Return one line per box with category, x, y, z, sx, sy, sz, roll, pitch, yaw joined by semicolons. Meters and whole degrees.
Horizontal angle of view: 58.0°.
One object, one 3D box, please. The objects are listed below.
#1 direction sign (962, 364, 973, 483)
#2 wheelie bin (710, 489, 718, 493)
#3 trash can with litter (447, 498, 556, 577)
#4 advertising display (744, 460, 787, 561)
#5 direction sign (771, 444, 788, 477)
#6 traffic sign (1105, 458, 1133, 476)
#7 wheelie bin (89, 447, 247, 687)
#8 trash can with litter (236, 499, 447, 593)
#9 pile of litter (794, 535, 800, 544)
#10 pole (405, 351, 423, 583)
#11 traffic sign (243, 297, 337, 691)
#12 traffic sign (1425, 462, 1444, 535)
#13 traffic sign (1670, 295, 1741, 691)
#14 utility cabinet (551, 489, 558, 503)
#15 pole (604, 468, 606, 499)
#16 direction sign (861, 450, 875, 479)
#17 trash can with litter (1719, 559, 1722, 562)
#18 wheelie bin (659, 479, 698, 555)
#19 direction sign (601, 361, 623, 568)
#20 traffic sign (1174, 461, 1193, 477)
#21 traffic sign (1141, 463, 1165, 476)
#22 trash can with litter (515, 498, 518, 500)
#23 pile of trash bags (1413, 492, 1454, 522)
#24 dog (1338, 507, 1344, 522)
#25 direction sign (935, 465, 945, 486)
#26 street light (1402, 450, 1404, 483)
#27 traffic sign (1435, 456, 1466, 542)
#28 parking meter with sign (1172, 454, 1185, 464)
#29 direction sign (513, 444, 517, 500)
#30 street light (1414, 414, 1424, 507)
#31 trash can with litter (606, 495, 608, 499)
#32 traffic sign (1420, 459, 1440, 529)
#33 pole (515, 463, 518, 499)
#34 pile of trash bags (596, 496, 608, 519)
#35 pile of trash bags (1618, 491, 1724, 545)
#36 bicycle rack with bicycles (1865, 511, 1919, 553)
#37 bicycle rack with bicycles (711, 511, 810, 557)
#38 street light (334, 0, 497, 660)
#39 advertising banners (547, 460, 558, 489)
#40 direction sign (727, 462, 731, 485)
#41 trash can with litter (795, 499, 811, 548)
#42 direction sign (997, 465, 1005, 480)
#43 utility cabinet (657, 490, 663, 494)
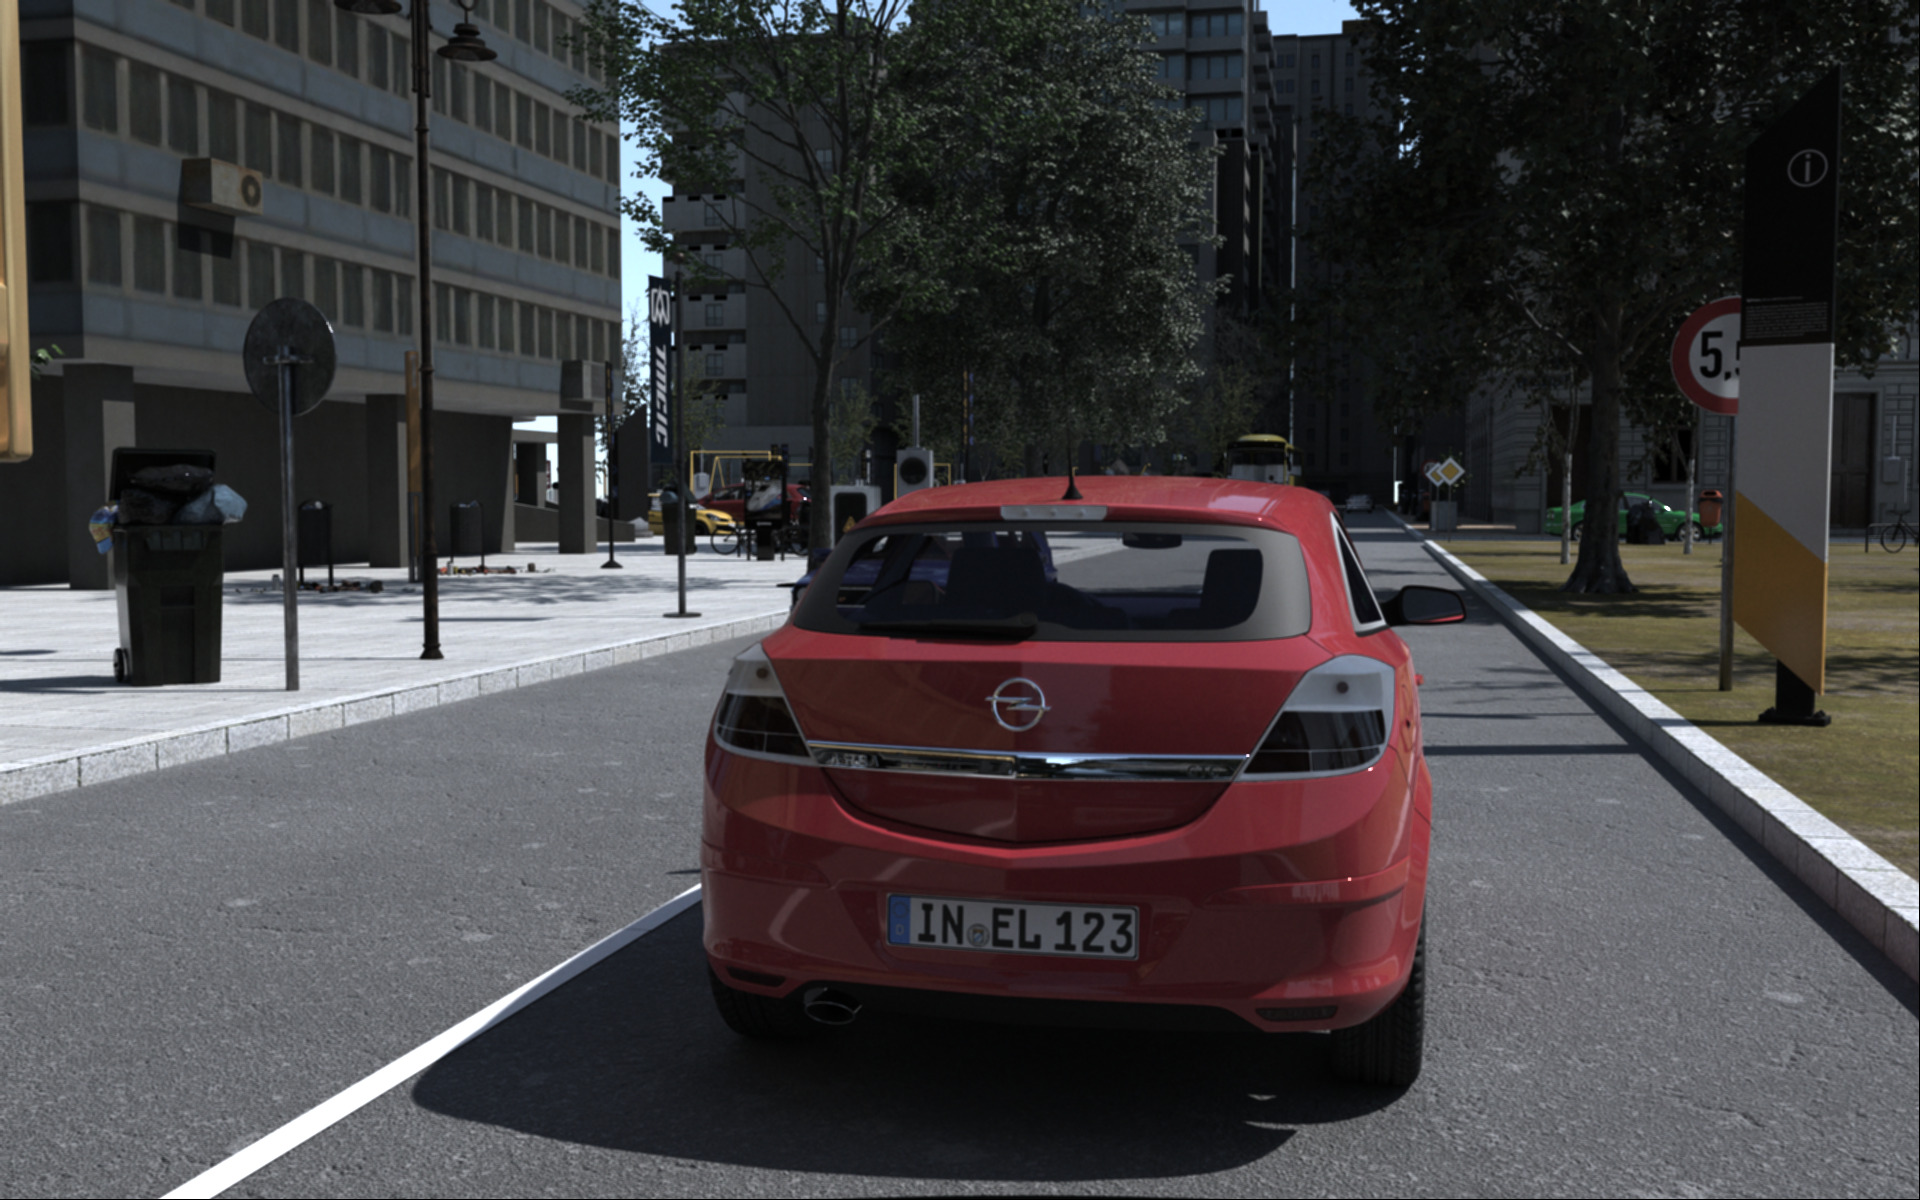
direction sign;0.132;-2.359;30.574;0.379;3.537;0.876;1;4;12
wheelie bin;-14.260;-5.683;100.818;0.980;1.594;0.693;0;4;8
trash can with litter;-7.551;-1.037;28.005;2.233;1.210;1.678;-2;4;-33
advertising display;-3.756;-1.725;33.413;0.974;1.923;0.123;2;4;33
direction sign;-8.207;-5.315;78.902;0.876;3.537;0.379;1;4;23
traffic sign;4.418;-2.731;48.288;0.795;2.450;0.064;1;4;13
wheelie bin;-5.355;-0.238;11.792;0.980;1.594;0.693;-2;4;-34
trash can with litter;-8.277;-0.722;22.860;2.233;1.210;1.678;1;4;22
pile of litter;-3.911;-1.893;44.916;1.176;0.858;1.719;1;4;16
pole;-7.841;-1.897;24.867;0.158;3.312;0.155;0;3;0
traffic sign;-4.359;-0.681;11.233;0.768;2.556;0.104;1;4;22
traffic sign;14.895;-3.081;54.023;0.795;2.450;0.064;1;4;13
traffic sign;4.997;-0.680;11.229;0.768;2.556;0.104;1;4;22
utility cabinet;-17.731;-4.125;76.124;0.318;1.500;1.173;-1;4;-18
pole;-27.585;-8.607;134.573;0.158;3.312;0.155;0;3;0
direction sign;-4.738;-5.950;89.287;0.876;3.537;0.379;2;4;34
trash can with litter;14.048;-1.182;30.710;1.055;1.170;0.624;3;5;40
wheelie bin;-5.956;-1.755;36.604;0.693;1.594;0.980;1;4;10
direction sign;-6.040;-2.320;29.929;0.379;3.537;0.876;0;4;-5
traffic sign;8.469;-4.030;65.998;0.768;2.556;0.104;1;4;21
traffic sign;6.239;-3.206;56.063;0.795;2.450;0.064;1;4;13
trash can with litter;-16.612;-3.209;63.851;1.055;1.170;0.624;-2;4;-30
pile of trash bags;21.703;-4.264;79.475;1.912;1.369;3.447;2;4;24
dog;17.969;-3.949;81.409;0.513;0.831;0.800;3;5;42
direction sign;-1.522;-8.588;132.418;0.876;3.537;0.379;-1;4;-23
street light;32.185;-9.364;125.887;0.468;5.910;1.993;1;4;13
traffic sign;13.075;-2.606;46.248;0.795;2.450;0.064;1;4;13
parking meter with sign;9.792;-4.839;75.377;0.543;3.016;1.738;2;4;28
direction sign;-17.723;-4.699;68.829;0.379;3.537;0.876;3;5;41
street light;23.470;-7.091;88.725;0.468;5.910;1.993;1;4;13
trash can with litter;-28.439;-7.928;140.677;2.233;1.210;1.678;3;5;43
traffic sign;17.047;-3.828;62.696;0.768;2.556;0.104;1;4;19
pole;-25.663;-6.510;100.276;0.158;3.312;0.155;0;3;0
pile of trash bags;-17.652;-4.664;86.013;3.447;1.369;1.912;-2;4;-26
pile of trash bags;17.714;-2.121;44.433;3.447;1.369;1.912;2;4;28
bicycle rack with bicycles;21.149;-1.460;37.257;2.925;0.926;2.852;-1;4;-20
bicycle rack with bicycles;-3.776;-1.399;36.260;2.925;0.926;2.852;0;4;2
street light;-4.116;-2.479;13.318;0.468;5.910;1.993;1;4;13
advertising banners;-20.731;-5.720;89.716;2.074;3.025;0.090;-3;5;-43
direction sign;-16.574;-8.092;124.294;0.379;3.537;0.876;1;4;11
trash can with litter;-3.330;-1.810;40.983;1.055;1.170;0.624;-1;4;-18
direction sign;3.151;-8.690;134.079;0.876;3.537;0.379;-3;4;-38
utility cabinet;-15.888;-5.240;94.351;1.173;1.500;0.318;-2;4;-27
